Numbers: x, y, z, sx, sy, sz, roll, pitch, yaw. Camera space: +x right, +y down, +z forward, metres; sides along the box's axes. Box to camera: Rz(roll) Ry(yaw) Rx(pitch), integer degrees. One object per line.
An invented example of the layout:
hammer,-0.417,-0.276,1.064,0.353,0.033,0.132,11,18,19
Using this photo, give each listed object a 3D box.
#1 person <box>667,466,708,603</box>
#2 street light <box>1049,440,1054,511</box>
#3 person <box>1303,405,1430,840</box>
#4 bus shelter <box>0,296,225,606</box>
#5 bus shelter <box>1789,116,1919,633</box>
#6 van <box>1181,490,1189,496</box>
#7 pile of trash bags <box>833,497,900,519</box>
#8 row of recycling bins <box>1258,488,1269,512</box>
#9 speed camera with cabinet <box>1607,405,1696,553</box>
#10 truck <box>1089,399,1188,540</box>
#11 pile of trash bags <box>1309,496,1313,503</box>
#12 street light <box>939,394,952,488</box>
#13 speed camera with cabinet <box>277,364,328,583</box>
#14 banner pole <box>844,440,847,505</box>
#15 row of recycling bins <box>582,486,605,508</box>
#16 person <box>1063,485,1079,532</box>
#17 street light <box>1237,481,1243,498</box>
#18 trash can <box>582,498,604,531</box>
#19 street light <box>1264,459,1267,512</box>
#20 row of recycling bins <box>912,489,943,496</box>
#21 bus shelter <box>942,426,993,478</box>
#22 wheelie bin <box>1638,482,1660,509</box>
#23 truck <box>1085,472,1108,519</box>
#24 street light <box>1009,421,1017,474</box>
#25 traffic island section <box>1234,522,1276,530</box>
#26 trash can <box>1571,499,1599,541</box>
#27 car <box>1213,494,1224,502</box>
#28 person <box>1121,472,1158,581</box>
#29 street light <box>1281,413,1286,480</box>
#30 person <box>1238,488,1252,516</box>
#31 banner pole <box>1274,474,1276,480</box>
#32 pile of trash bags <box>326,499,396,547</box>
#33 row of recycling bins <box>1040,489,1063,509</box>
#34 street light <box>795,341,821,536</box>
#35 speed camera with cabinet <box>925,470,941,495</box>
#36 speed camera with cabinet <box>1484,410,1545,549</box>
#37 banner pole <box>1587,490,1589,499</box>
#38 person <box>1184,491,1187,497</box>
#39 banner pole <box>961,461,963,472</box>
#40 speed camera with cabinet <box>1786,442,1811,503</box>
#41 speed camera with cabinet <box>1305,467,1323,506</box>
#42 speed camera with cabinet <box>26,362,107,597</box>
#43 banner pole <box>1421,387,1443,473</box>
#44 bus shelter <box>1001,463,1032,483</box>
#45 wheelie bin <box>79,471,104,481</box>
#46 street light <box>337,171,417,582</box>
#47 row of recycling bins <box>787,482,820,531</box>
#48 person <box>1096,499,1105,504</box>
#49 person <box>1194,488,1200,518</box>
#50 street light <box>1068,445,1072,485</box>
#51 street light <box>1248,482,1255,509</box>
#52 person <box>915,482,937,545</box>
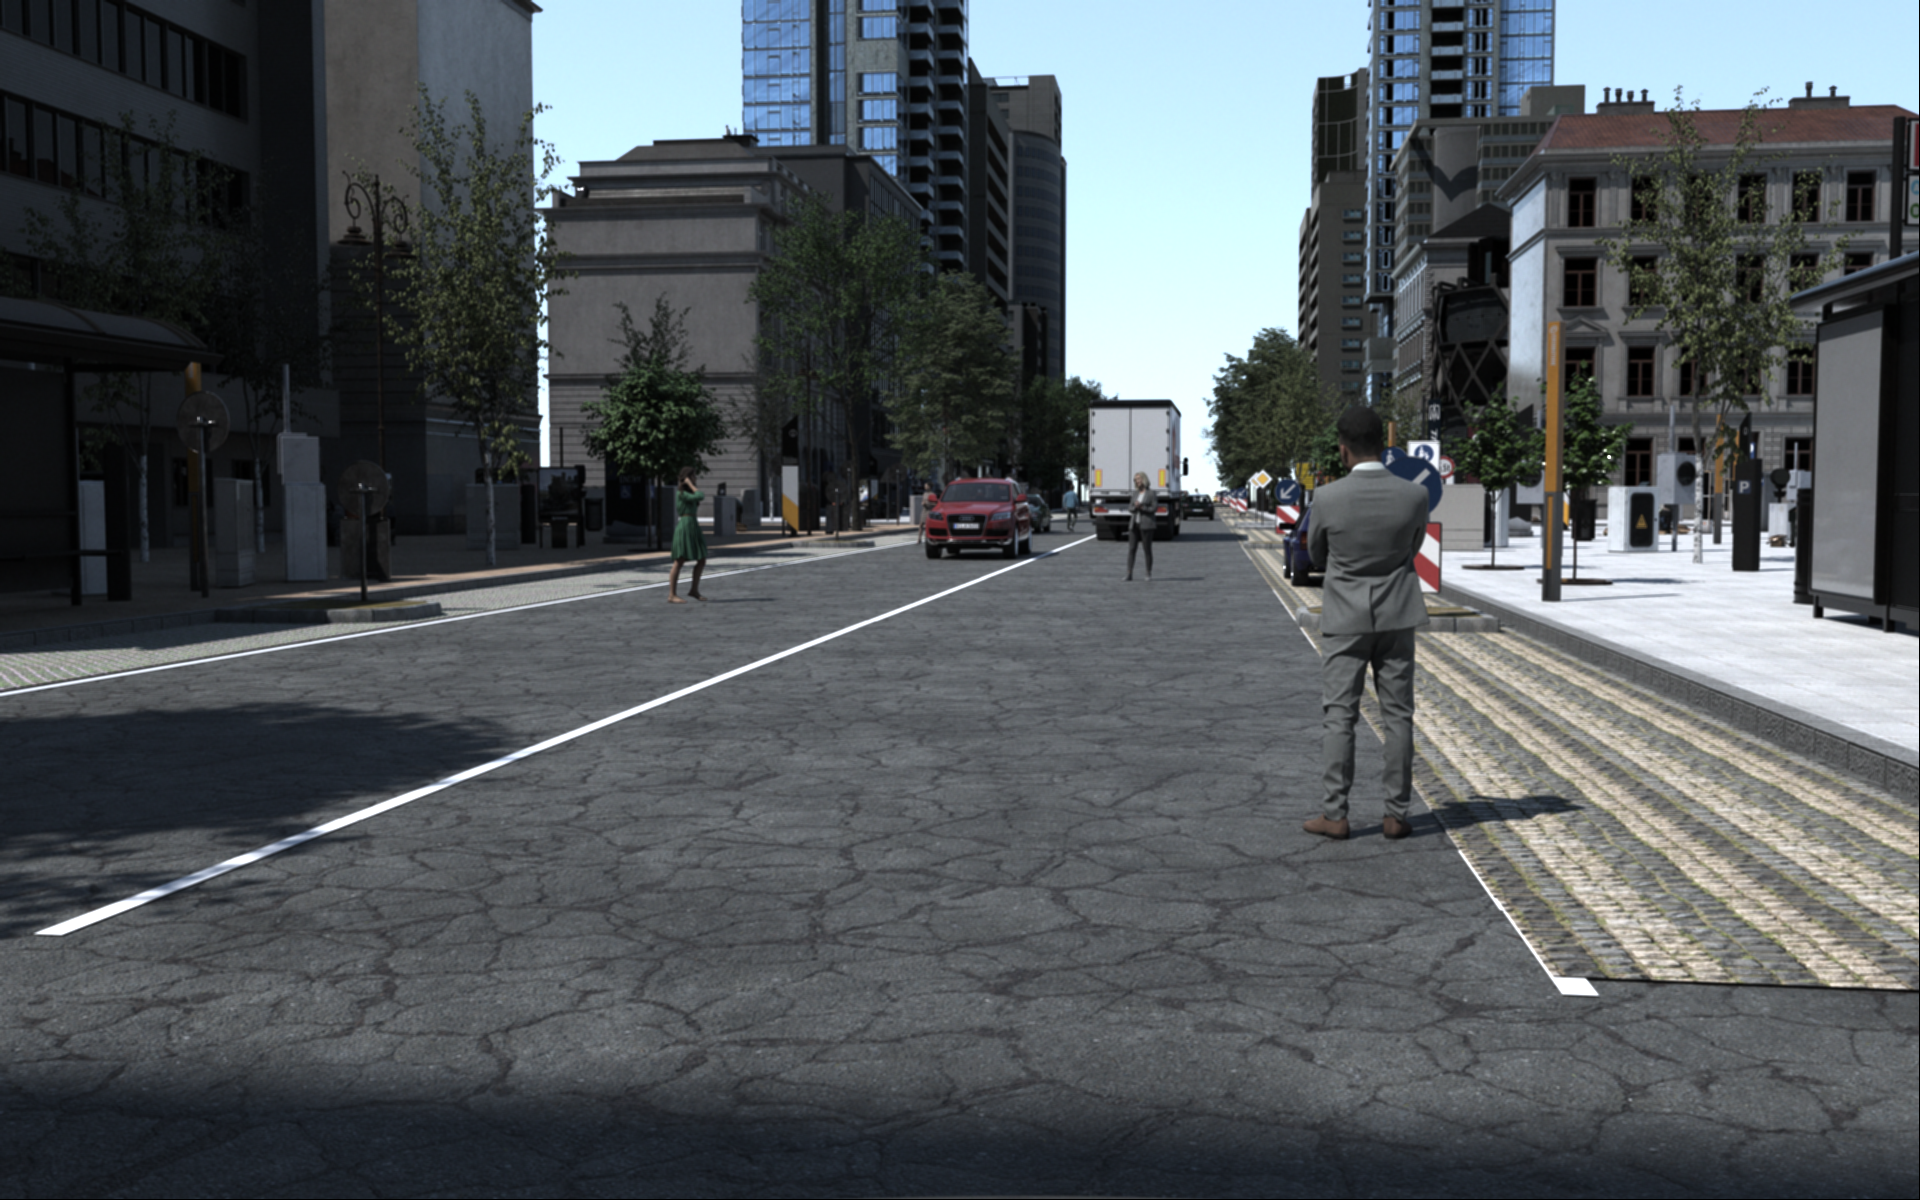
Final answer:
person,-3.609,-0.866,22.903,0.529,1.795,0.600,0,4,-5
street light,7.042,-9.887,134.447,0.468,5.910,1.993,0,4,8
person,1.708,0.083,7.332,0.511,1.800,0.466,-1,4,-11
bus shelter,-9.816,-1.432,17.337,2.014,3.302,5.546,0,4,8
bus shelter,9.423,-2.362,16.243,2.179,5.291,8.768,0,4,8
van,22.691,-10.394,176.957,2.013,2.044,4.112,1,4,10
pile of trash bags,-4.860,-4.765,87.664,3.447,1.369,1.912,-1,4,-23
row of recycling bins,22.355,-7.340,127.116,1.069,1.692,3.534,0,4,7
speed camera with cabinet,15.302,-2.684,38.227,2.038,3.252,0.660,-1,4,-22
truck,5.936,-4.160,56.926,2.839,4.237,11.283,1,4,9
pile of trash bags,28.389,-7.893,138.805,1.912,1.369,3.447,2,4,33
street light,-0.637,-6.565,80.119,0.468,5.910,1.993,0,4,8
speed camera with cabinet,-9.829,-1.929,25.882,0.660,3.252,2.038,-1,4,-22
banner pole,-5.308,-5.516,80.197,0.401,3.779,0.863,0,4,-7
row of recycling bins,-30.260,-8.159,140.518,1.069,1.692,3.534,2,4,24
person,4.175,-3.441,65.106,0.601,1.785,0.444,2,4,27
street light,36.480,-15.566,227.293,0.468,5.910,1.993,0,4,8
trash can,-12.709,-2.962,60.090,0.748,1.137,0.748,0,3,0
street light,21.930,-9.258,124.150,0.468,5.910,1.993,0,4,8
row of recycling bins,-2.255,-8.339,143.463,3.534,1.692,1.069,1,4,15
bus shelter,0.399,-7.741,104.202,2.179,5.291,8.768,0,4,8
wheelie bin,17.628,-2.245,44.620,0.693,1.594,0.980,0,4,2
truck,9.189,-7.065,104.420,2.839,4.237,11.283,0,4,7
street light,3.235,-8.250,107.682,0.468,5.910,1.993,0,4,8
traffic island section,13.338,-3.396,77.813,2.009,0.180,2.903,0,4,8
trash can,17.016,-2.178,47.260,0.748,1.137,0.748,0,3,0
car,40.035,-15.758,267.867,2.015,1.641,3.980,0,4,8
person,2.997,-1.217,28.578,0.537,1.800,0.526,3,5,42
street light,18.179,-7.620,97.377,0.468,5.910,1.993,0,4,8
person,17.585,-5.996,106.647,0.853,1.813,0.709,0,4,-2
banner pole,26.179,-9.423,144.076,0.401,3.779,0.863,2,4,25
pile of trash bags,-14.903,-2.016,42.717,1.912,1.369,3.447,-1,4,-18
row of recycling bins,7.820,-8.820,151.317,1.069,1.692,3.534,-2,4,-30
street light,-4.588,-4.879,52.563,0.468,5.910,1.993,0,4,8
speed camera with cabinet,-2.046,-8.937,140.457,0.660,3.252,2.038,2,4,32
speed camera with cabinet,12.989,-2.863,41.143,2.038,3.252,0.660,3,5,41
banner pole,25.072,-4.795,68.422,0.863,3.779,0.401,1,4,18
person,22.157,-9.885,170.671,0.434,1.755,0.990,-1,4,-14
banner pole,0.090,-6.472,95.831,0.401,3.779,0.863,0,4,6
speed camera with cabinet,32.398,-4.370,65.793,0.660,3.252,2.038,-1,4,-18
speed camera with cabinet,19.297,-6.197,95.659,2.038,3.252,0.660,1,4,21
speed camera with cabinet,-11.456,-1.706,22.233,2.038,3.252,0.660,3,5,44
banner pole,10.910,-3.074,40.274,0.401,3.779,0.863,-2,4,-24
bus shelter,4.339,-8.635,132.467,1.731,3.624,6.357,0,4,8
wheelie bin,-12.221,-0.998,24.225,0.980,1.594,0.693,-2,4,-26
street light,-8.423,-3.205,25.193,0.468,5.910,1.993,0,4,8
row of recycling bins,-5.563,-3.305,61.145,1.069,1.692,3.534,0,4,2
person,5.629,-3.769,69.998,0.514,1.842,0.818,2,4,35
person,14.441,-5.921,105.526,0.478,1.798,0.641,0,4,-7
street light,9.970,-11.188,155.716,0.468,5.910,1.993,0,4,8
street light,25.727,-10.930,151.492,0.468,5.910,1.993,0,4,8
person,-0.946,-2.426,48.504,0.599,1.781,0.374,2,4,34
